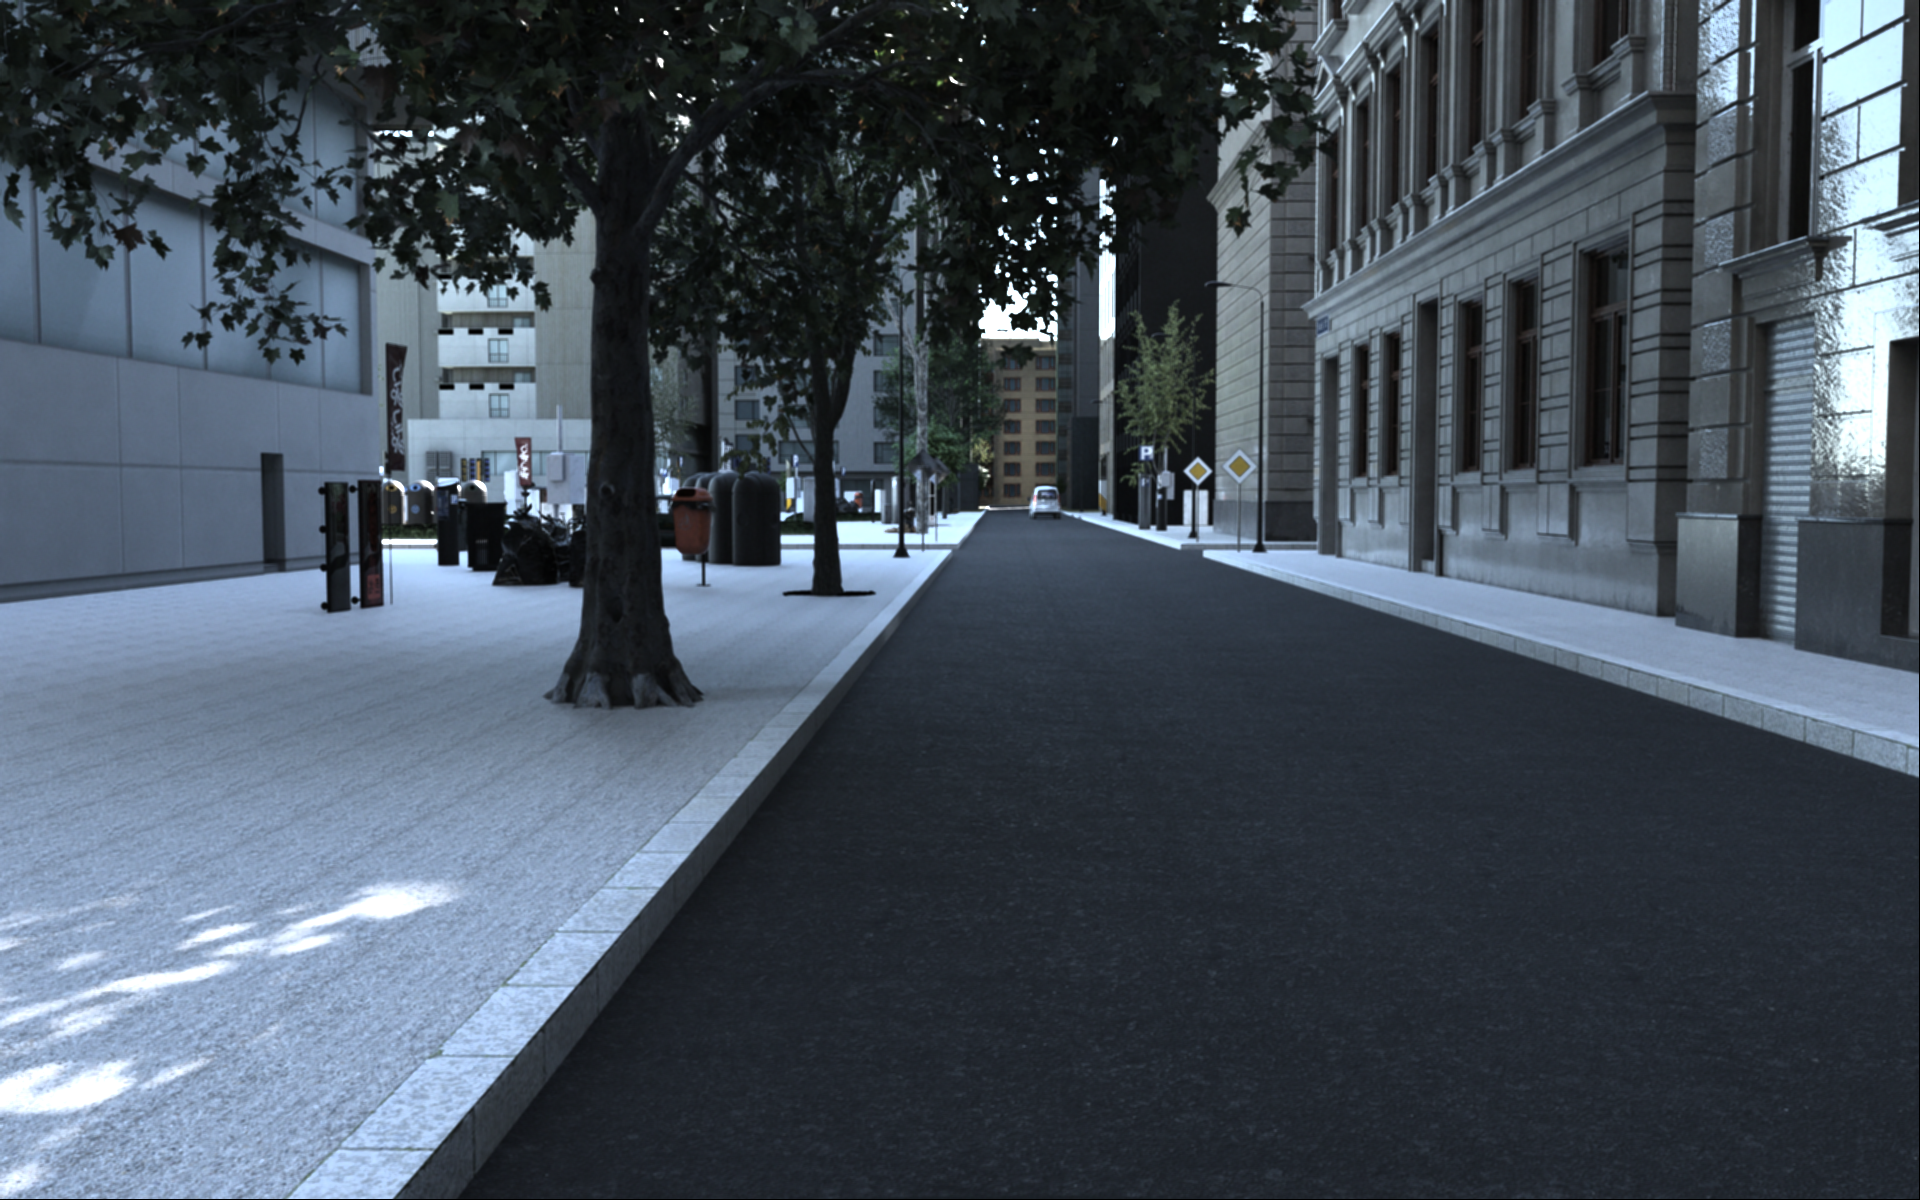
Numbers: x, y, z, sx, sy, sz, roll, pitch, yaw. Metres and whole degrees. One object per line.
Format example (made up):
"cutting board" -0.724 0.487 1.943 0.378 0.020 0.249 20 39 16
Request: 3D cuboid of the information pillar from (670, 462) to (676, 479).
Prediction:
"information pillar" -20.241 -7.992 122.027 0.504 3.616 0.183 1 4 10

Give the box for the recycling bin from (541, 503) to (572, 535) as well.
"recycling bin" -11.805 -2.334 50.722 0.722 1.027 0.722 0 4 5

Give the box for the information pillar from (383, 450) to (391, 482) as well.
"information pillar" -30.636 -6.198 92.696 0.183 3.616 0.504 2 4 25

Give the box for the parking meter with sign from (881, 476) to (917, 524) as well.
"parking meter with sign" -2.538 -4.746 73.860 1.738 3.016 0.543 -2 4 -34

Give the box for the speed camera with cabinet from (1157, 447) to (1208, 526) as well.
"speed camera with cabinet" 9.044 -4.644 70.272 2.038 3.252 0.660 1 4 10

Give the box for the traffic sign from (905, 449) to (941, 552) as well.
"traffic sign" -0.815 -2.115 38.215 0.795 2.450 0.064 0 4 1

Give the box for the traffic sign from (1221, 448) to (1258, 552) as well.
"traffic sign" 6.127 -2.103 38.034 0.795 2.450 0.064 0 4 1

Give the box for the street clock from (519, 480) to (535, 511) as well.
"street clock" -15.486 -3.498 61.762 0.358 2.002 0.471 1 4 13

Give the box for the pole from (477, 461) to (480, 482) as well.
"pole" -30.023 -6.987 108.076 0.158 3.312 0.155 0 3 0

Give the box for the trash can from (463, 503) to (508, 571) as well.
"trash can" -7.922 -1.058 28.947 0.748 1.137 0.748 0 3 0

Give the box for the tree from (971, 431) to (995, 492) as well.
"tree" 1.763 -14.087 180.685 4.360 8.622 3.978 0 3 0

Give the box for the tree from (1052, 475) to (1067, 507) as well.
"tree" 9.894 -10.894 172.717 1.663 3.219 1.824 0 3 0

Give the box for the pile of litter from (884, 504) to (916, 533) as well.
"pile of litter" -1.878 -2.633 57.011 1.176 0.858 1.719 -1 4 -16

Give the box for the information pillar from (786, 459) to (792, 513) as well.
"information pillar" -11.370 -7.569 115.114 0.183 3.616 0.504 -3 5 -42

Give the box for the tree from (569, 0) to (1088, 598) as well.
"tree" -1.596 -5.873 21.781 9.928 11.665 9.643 0 3 0

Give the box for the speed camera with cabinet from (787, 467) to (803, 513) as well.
"speed camera with cabinet" -8.780 -6.150 94.886 0.660 3.252 2.038 1 4 22

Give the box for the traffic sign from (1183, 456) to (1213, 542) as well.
"traffic sign" 6.312 -2.592 46.017 0.795 2.450 0.064 0 4 1

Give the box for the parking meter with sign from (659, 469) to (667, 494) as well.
"parking meter with sign" -19.972 -7.461 118.246 0.543 3.016 1.738 -2 4 -30

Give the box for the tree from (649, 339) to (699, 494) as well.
"tree" -13.286 -7.714 76.486 4.360 8.622 3.978 0 3 0

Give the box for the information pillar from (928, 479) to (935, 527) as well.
"information pillar" -1.185 -3.819 66.929 0.304 2.012 0.304 3 4 38

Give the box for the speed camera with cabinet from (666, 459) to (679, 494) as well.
"speed camera with cabinet" -15.670 -6.230 96.193 0.660 3.252 2.038 -2 4 -34

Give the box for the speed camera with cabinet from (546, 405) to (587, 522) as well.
"speed camera with cabinet" -8.192 -2.695 38.400 2.038 3.252 0.660 2 4 27

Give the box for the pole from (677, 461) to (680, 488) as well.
"pole" -17.526 -6.975 107.891 0.158 3.312 0.155 0 3 0

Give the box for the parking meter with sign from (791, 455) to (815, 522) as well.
"parking meter with sign" -6.526 -4.893 76.254 1.738 3.016 0.543 1 4 22

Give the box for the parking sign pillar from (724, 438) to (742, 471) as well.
"parking sign pillar" -10.886 -5.797 83.253 1.447 3.967 1.447 1 4 16

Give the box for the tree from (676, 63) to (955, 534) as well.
"tree" -2.441 -12.238 55.972 12.611 20.169 13.585 0 3 0

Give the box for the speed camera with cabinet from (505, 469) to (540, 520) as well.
"speed camera with cabinet" -16.963 -4.506 68.007 0.660 3.252 2.038 2 4 28

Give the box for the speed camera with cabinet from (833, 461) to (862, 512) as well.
"speed camera with cabinet" -6.895 -6.669 103.372 2.038 3.252 0.660 -1 4 -16

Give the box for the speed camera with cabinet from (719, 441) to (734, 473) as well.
"speed camera with cabinet" -8.808 -4.282 64.352 0.660 3.252 2.038 1 4 10

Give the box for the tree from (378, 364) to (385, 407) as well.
"tree" -23.393 -6.933 63.714 4.360 8.622 3.978 0 3 0

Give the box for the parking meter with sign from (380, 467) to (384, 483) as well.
"parking meter with sign" -36.431 -6.998 110.672 0.543 3.016 1.738 1 4 22

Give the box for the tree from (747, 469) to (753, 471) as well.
"tree" -14.854 -7.641 119.536 1.663 3.219 1.824 0 3 0

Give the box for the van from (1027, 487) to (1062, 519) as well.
"van" 4.951 -5.740 100.857 2.013 2.044 4.112 0 4 -1

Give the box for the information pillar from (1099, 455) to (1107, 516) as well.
"information pillar" 8.526 -6.839 103.167 0.504 3.616 0.183 -2 4 -30

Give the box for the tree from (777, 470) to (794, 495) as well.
"tree" -11.976 -7.749 121.290 1.663 3.219 1.824 0 3 0

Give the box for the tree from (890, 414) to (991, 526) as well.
"tree" -1.002 -5.294 70.278 4.285 4.588 4.351 0 3 0

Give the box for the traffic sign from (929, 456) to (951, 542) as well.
"traffic sign" -0.630 -2.603 46.198 0.795 2.450 0.064 0 4 1

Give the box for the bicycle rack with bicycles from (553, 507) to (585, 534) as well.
"bicycle rack with bicycles" -10.028 -2.124 48.103 2.925 0.926 2.852 -1 4 -21

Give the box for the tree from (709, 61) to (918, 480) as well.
"tree" -2.423 -4.792 28.709 4.737 8.622 4.395 0 3 0

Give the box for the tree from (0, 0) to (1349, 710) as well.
"tree" -2.030 -5.706 10.305 9.611 12.733 9.660 0 3 0

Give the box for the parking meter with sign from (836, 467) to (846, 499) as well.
"parking meter with sign" -8.319 -7.107 112.466 1.738 3.016 0.543 2 4 24

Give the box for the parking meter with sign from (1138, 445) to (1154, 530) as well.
"parking meter with sign" 6.739 -4.078 62.943 0.543 3.016 1.738 0 4 5

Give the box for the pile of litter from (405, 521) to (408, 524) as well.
"pile of litter" -20.053 -3.032 63.545 1.176 0.858 1.719 3 4 38

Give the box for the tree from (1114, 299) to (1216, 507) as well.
"tree" 7.674 -7.098 66.414 4.737 8.622 4.395 0 3 0

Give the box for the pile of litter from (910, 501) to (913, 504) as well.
"pile of litter" -2.875 -5.009 95.868 1.719 0.858 1.176 1 4 16

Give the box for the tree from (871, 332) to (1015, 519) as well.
"tree" -0.979 -9.443 88.799 8.767 10.594 7.601 2 4 27

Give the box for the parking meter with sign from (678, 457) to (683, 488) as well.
"parking meter with sign" -12.197 -5.158 80.600 1.738 3.016 0.543 0 4 5
